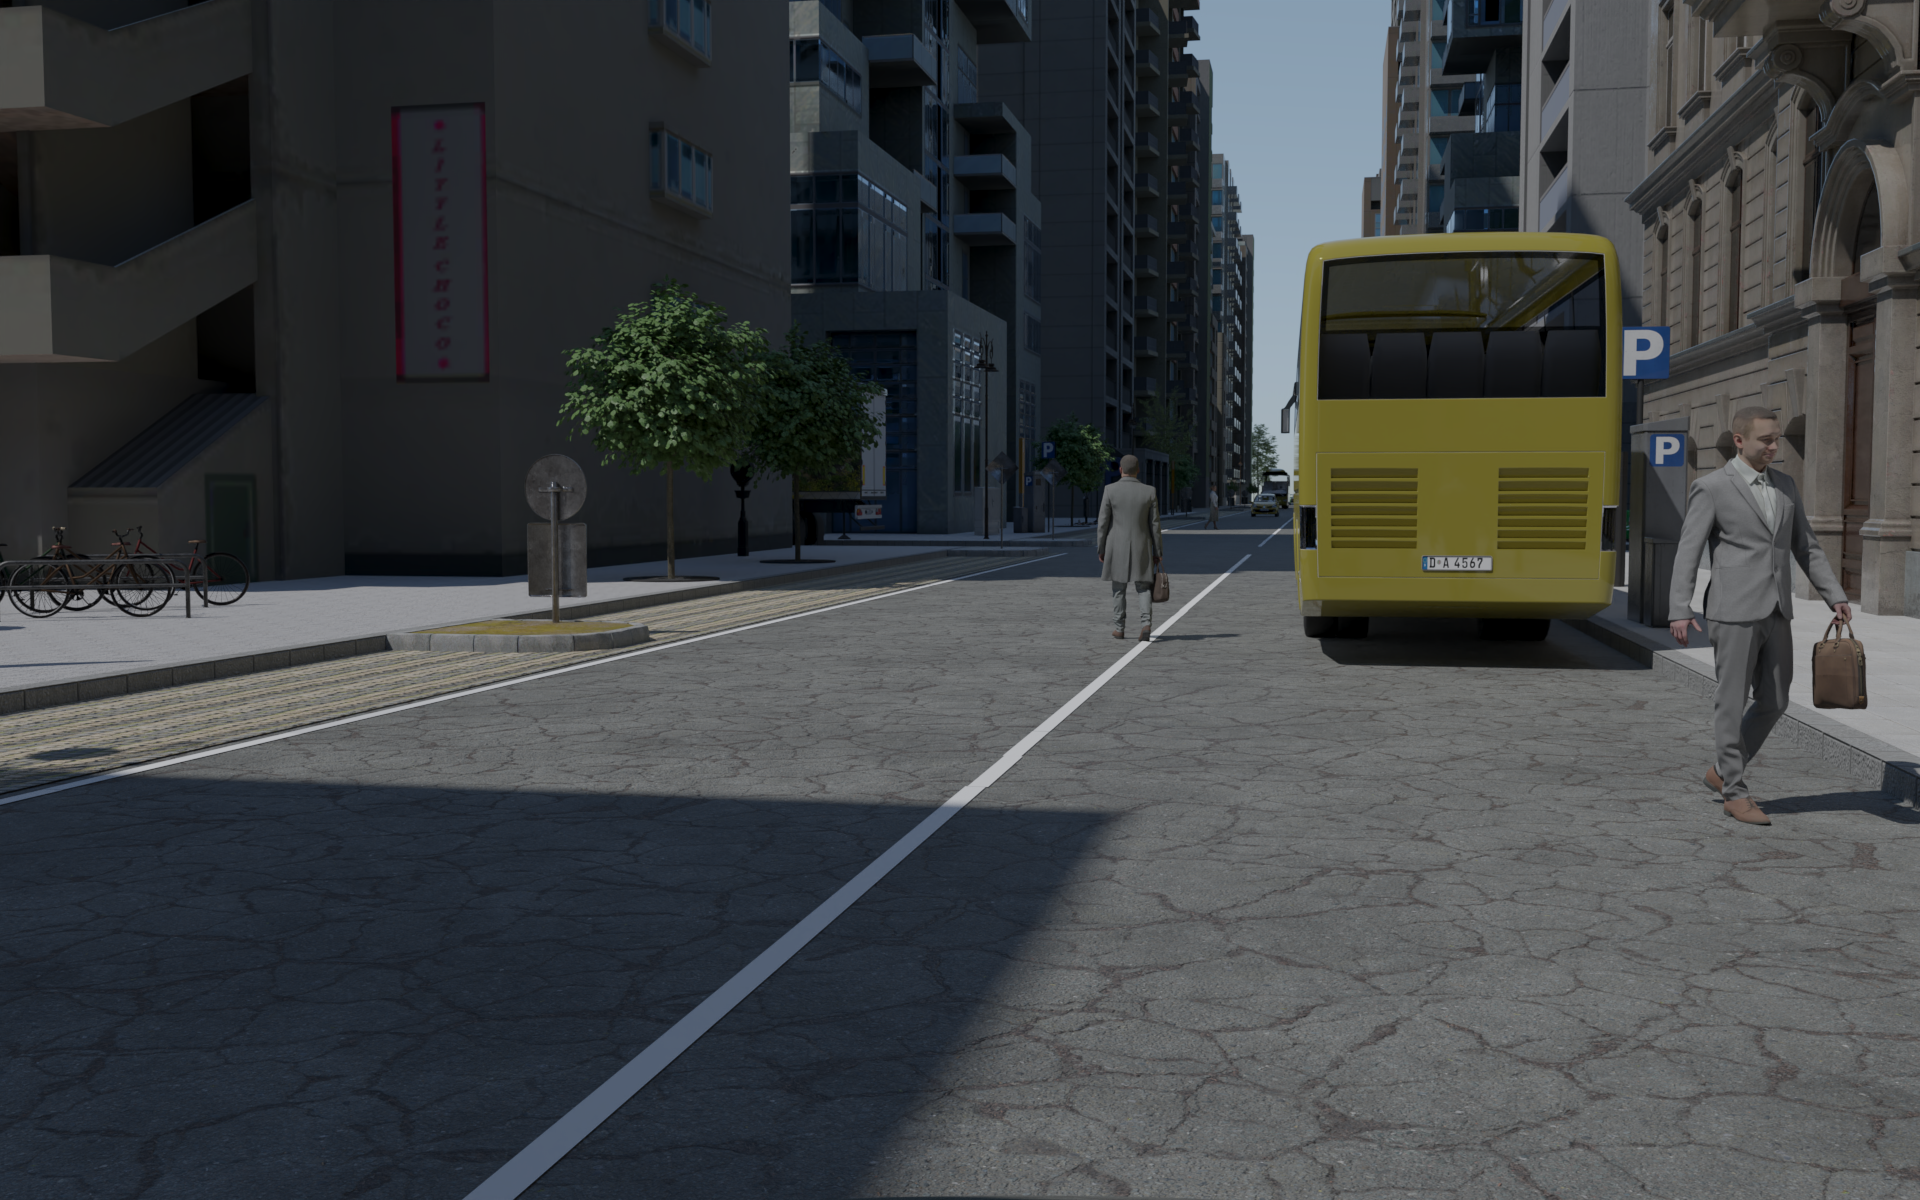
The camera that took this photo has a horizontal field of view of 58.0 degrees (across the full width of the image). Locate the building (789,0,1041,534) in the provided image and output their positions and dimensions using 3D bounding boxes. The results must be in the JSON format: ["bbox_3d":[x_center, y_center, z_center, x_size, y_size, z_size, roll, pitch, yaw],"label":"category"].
[{"bbox_3d":[-8.157,-46.306,69.776,22.319,86.520,31.000,1,4,12],"label":"building"}]

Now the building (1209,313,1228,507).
[{"bbox_3d":[13.538,-20.659,182.806,27.650,21.520,28.899,1,4,12],"label":"building"}]

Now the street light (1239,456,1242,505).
[{"bbox_3d":[33.315,-14.248,205.737,0.468,5.910,1.993,1,4,12],"label":"street light"}]

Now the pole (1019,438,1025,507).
[{"bbox_3d":[2.252,-4.242,63.207,0.158,3.312,0.155,0,3,0],"label":"pole"}]

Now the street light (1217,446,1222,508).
[{"bbox_3d":[24.226,-11.585,162.201,0.468,5.910,1.993,1,4,12],"label":"street light"}]

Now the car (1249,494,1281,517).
[{"bbox_3d":[19.401,-6.105,110.045,2.015,1.641,3.980,1,4,12],"label":"car"}]

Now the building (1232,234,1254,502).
[{"bbox_3d":[37.736,-35.655,266.554,14.154,41.232,14.086,1,4,12],"label":"building"}]

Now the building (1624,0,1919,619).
[{"bbox_3d":[15.671,-12.160,17.906,14.460,24.649,34.723,1,4,12],"label":"building"}]

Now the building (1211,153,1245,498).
[{"bbox_3d":[28.245,-38.286,245.581,23.786,49.044,30.456,1,4,12],"label":"building"}]

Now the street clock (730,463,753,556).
[{"bbox_3d":[-4.473,-1.903,35.678,0.471,2.002,0.358,1,4,12],"label":"street clock"}]

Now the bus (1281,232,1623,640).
[{"bbox_3d":[5.144,-1.737,19.940,2.896,3.916,12.252,1,4,11],"label":"bus"}]

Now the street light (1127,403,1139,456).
[{"bbox_3d":[8.780,-7.045,87.978,0.468,5.910,1.993,1,4,12],"label":"street light"}]

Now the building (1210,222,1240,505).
[{"bbox_3d":[19.210,-32.294,219.892,32.217,40.220,23.993,1,4,12],"label":"building"}]

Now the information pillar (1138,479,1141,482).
[{"bbox_3d":[8.857,-5.017,86.515,0.304,2.012,0.304,0,4,1],"label":"information pillar"}]

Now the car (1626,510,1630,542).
[{"bbox_3d":[18.425,-2.032,42.015,4.718,1.807,1.959,1,4,10],"label":"car"}]

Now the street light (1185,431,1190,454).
[{"bbox_3d":[16.311,-9.255,124.107,0.468,5.910,1.993,1,4,12],"label":"street light"}]

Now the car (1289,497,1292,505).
[{"bbox_3d":[40.954,-12.858,219.022,1.959,1.807,4.718,1,4,10],"label":"car"}]

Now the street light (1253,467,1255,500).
[{"bbox_3d":[41.372,-16.576,243.802,0.468,5.910,1.993,1,4,12],"label":"street light"}]

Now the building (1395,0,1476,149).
[{"bbox_3d":[46.710,-31.800,139.541,23.786,49.044,30.456,1,4,12],"label":"building"}]

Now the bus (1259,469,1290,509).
[{"bbox_3d":[31.165,-10.961,170.758,2.896,3.916,12.252,1,4,12],"label":"bus"}]

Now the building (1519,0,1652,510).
[{"bbox_3d":[32.462,-31.125,50.893,28.212,58.520,21.231,1,4,12],"label":"building"}]

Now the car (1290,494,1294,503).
[{"bbox_3d":[47.960,-14.729,251.036,2.015,1.641,3.980,1,4,12],"label":"car"}]

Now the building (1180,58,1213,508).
[{"bbox_3d":[15.658,-29.117,159.665,14.154,41.232,14.086,1,4,12],"label":"building"}]

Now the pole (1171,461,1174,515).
[{"bbox_3d":[12.929,-6.816,105.287,0.158,3.312,0.155,0,3,0],"label":"pole"}]

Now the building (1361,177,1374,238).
[{"bbox_3d":[61.899,-35.886,236.845,14.600,45.320,14.200,1,4,12],"label":"building"}]

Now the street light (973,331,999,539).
[{"bbox_3d":[0.754,-4.674,49.215,0.468,5.910,1.993,1,4,12],"label":"street light"}]

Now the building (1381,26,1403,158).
[{"bbox_3d":[46.769,-31.353,162.726,14.600,45.320,14.200,1,4,12],"label":"building"}]

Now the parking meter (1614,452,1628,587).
[{"bbox_3d":[9.014,-1.120,24.022,0.399,1.863,0.255,3,4,36],"label":"parking meter"}]

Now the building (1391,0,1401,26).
[{"bbox_3d":[52.831,-45.286,178.672,20.563,71.187,20.611,1,4,12],"label":"building"}]

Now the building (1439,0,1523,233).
[{"bbox_3d":[34.472,-47.530,89.791,22.319,86.520,31.000,1,4,12],"label":"building"}]

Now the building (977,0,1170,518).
[{"bbox_3d":[1.981,-40.633,102.604,20.563,71.187,20.611,1,4,12],"label":"building"}]

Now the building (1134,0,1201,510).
[{"bbox_3d":[7.563,-29.646,139.342,22.147,44.769,28.867,1,4,12],"label":"building"}]
